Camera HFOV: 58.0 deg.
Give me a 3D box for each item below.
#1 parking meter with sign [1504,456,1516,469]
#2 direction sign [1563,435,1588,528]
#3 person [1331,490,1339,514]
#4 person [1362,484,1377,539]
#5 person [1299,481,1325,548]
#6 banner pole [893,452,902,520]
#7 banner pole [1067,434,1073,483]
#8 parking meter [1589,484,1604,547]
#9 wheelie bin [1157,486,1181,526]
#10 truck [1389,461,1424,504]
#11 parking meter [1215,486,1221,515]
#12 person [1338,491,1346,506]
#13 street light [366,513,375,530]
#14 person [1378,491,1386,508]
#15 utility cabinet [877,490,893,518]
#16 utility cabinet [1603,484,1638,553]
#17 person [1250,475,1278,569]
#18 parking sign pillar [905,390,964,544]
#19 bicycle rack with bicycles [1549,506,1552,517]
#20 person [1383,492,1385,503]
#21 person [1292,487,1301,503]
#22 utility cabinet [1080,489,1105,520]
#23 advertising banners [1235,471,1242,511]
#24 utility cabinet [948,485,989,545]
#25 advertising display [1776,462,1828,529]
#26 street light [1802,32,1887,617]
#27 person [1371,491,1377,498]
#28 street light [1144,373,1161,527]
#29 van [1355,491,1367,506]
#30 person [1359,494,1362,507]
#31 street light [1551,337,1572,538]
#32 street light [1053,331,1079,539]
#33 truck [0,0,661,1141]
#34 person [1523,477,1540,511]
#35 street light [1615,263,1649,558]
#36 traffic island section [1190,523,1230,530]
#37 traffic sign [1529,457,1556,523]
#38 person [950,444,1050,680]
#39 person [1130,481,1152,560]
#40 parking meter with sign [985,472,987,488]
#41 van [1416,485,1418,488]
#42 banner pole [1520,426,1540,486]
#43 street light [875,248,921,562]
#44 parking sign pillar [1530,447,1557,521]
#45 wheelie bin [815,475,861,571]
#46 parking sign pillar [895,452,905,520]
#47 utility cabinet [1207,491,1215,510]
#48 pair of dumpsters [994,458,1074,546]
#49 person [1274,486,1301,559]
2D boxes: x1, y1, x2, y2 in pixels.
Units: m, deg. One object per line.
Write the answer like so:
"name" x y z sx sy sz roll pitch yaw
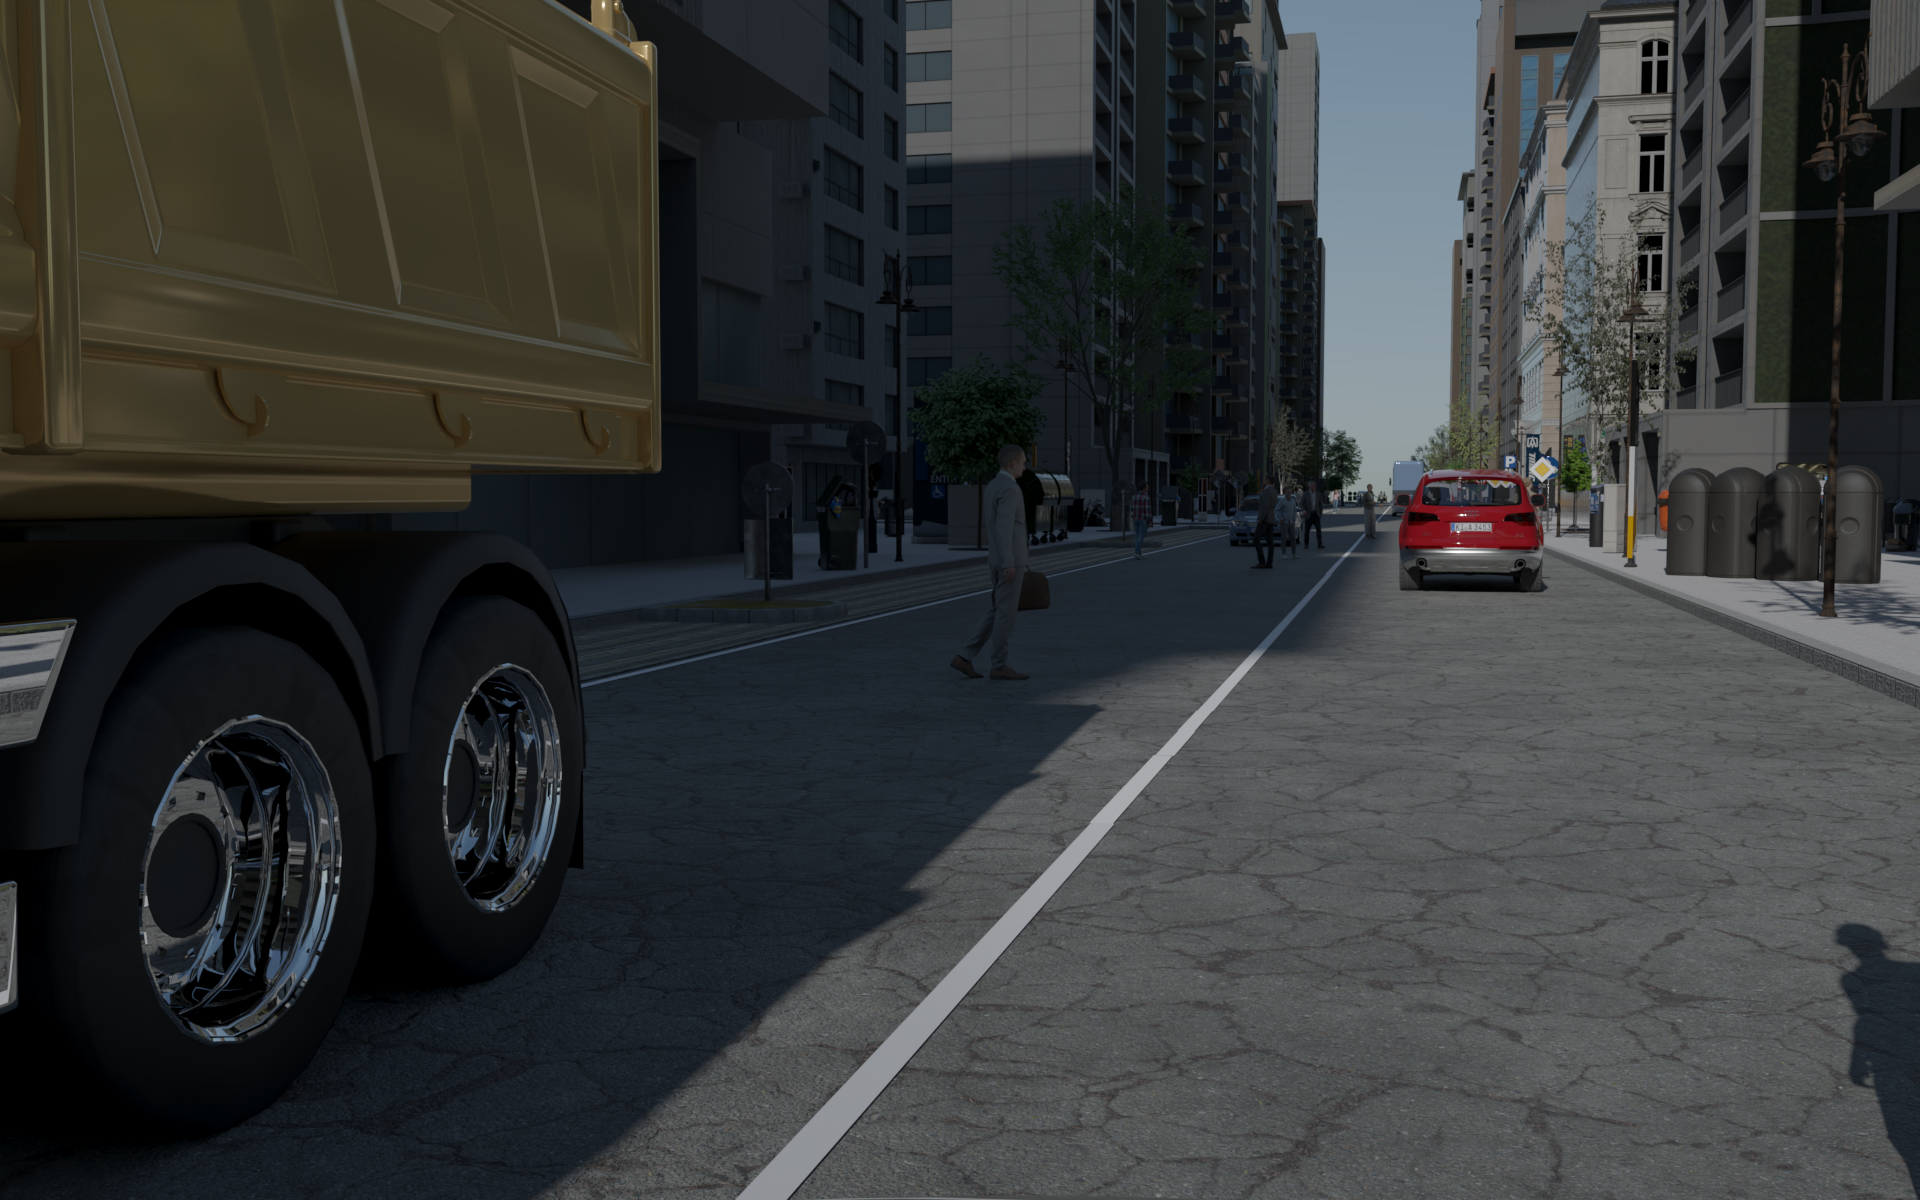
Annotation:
"parking meter with sign" 24.874 -5.001 78.026 0.543 3.016 1.738 1 4 10
"direction sign" 23.471 -4.533 66.115 0.876 3.537 0.379 1 4 14
"person" 27.206 -7.123 125.548 0.593 1.750 0.643 2 4 26
"person" 13.105 -2.832 55.348 0.519 1.759 0.362 -3 4 -36
"person" 9.262 -2.232 45.389 0.661 1.777 0.834 -1 4 -16
"banner pole" -3.110 -5.937 87.094 0.863 3.779 0.401 -1 4 -19
"banner pole" 4.563 -5.028 72.217 0.401 3.779 0.863 -1 4 -11
"parking meter" 15.408 -2.044 41.831 0.372 1.533 0.369 0 3 0
"wheelie bin" 8.418 -3.781 69.735 0.980 1.594 0.693 1 4 17
"truck" 35.064 -8.871 134.800 2.967 4.110 18.799 1 4 13
"parking meter" 15.918 -6.191 106.926 0.399 1.863 0.255 0 4 6
"person" 44.072 -11.684 199.613 1.350 1.814 0.705 -3 4 -39
"street light" -5.500 -2.645 16.040 0.468 5.910 1.993 1 4 14
"person" 43.180 -10.270 177.199 0.721 1.735 1.217 -2 4 -30
"utility cabinet" -4.047 -5.029 90.902 1.173 1.500 0.318 -2 4 -25
"utility cabinet" 14.442 -1.783 37.831 0.318 1.500 1.173 3 5 42
"person" 5.870 -1.510 33.378 0.592 1.802 0.473 -3 5 -44
"parking sign pillar" -0.559 -3.447 44.828 1.447 3.967 1.447 0 4 5
"bicycle rack with bicycles" 31.234 -5.038 95.748 2.925 0.926 2.852 -1 4 -11
"person" 67.784 -16.399 276.556 0.705 1.831 1.348 1 4 15
"person" 15.187 -4.224 78.138 0.480 1.755 0.524 0 4 0
"utility cabinet" 6.410 -4.595 83.808 1.173 1.500 0.318 -2 4 -24
"advertising banners" 21.142 -8.258 131.200 0.090 3.025 2.074 1 4 23
"utility cabinet" 0.306 -2.087 42.794 1.173 1.500 0.318 0 4 7
"advertising display" 16.937 -1.814 34.870 0.974 1.923 0.123 2 4 26
"street light" 9.088 -2.762 17.948 0.468 5.910 1.993 1 4 14
"person" 49.162 -12.144 207.019 1.348 1.831 0.705 1 4 13
"street light" 7.367 -5.728 66.444 0.468 5.910 1.993 1 4 14
"van" 49.215 -12.499 211.365 2.013 2.044 4.112 1 4 13
"person" 44.287 -10.971 191.095 0.599 1.433 0.991 0 4 5
"street light" 17.687 -4.785 51.026 0.468 5.910 1.993 1 4 14
"street light" 3.012 -4.681 49.330 0.468 5.910 1.993 1 4 14
"truck" -3.324 -0.361 1.819 3.469 3.379 9.791 1 4 12
"person" 11.051 -1.512 33.770 0.519 1.759 0.362 2 4 31
"street light" 13.462 -3.794 34.816 0.468 5.910 1.993 1 4 14
"traffic island section" 10.551 -2.969 70.818 2.009 0.180 2.903 1 4 14
"traffic sign" 17.968 -3.199 53.486 0.795 2.450 0.064 1 4 19
"person" 0.361 -0.292 13.387 0.853 1.813 0.709 -1 4 -17
"person" 3.944 -1.750 37.947 0.643 1.720 0.563 -3 4 -36
"parking meter with sign" 1.825 -4.443 68.902 1.738 3.016 0.543 -1 4 -18
"van" 18.234 -3.653 66.741 2.013 2.044 4.112 1 4 14
"banner pole" 20.801 -4.494 63.491 0.863 3.779 0.401 1 4 23
"street light" -1.162 -3.670 32.796 0.468 5.910 1.993 1 4 14
"parking sign pillar" 27.261 -5.712 81.858 1.447 3.967 1.447 -3 5 -41
"wheelie bin" -2.050 -1.308 29.296 0.693 1.594 0.980 -1 4 -19
"parking sign pillar" -2.437 -5.881 84.632 1.447 3.967 1.447 3 5 43
"utility cabinet" 17.097 -6.683 117.946 1.173 1.500 0.318 -1 4 -9
"pair of dumpsters" 1.835 -2.602 45.034 1.574 2.255 4.437 1 4 14
"person" 7.232 -1.710 38.268 0.589 1.601 0.330 -1 4 -13
